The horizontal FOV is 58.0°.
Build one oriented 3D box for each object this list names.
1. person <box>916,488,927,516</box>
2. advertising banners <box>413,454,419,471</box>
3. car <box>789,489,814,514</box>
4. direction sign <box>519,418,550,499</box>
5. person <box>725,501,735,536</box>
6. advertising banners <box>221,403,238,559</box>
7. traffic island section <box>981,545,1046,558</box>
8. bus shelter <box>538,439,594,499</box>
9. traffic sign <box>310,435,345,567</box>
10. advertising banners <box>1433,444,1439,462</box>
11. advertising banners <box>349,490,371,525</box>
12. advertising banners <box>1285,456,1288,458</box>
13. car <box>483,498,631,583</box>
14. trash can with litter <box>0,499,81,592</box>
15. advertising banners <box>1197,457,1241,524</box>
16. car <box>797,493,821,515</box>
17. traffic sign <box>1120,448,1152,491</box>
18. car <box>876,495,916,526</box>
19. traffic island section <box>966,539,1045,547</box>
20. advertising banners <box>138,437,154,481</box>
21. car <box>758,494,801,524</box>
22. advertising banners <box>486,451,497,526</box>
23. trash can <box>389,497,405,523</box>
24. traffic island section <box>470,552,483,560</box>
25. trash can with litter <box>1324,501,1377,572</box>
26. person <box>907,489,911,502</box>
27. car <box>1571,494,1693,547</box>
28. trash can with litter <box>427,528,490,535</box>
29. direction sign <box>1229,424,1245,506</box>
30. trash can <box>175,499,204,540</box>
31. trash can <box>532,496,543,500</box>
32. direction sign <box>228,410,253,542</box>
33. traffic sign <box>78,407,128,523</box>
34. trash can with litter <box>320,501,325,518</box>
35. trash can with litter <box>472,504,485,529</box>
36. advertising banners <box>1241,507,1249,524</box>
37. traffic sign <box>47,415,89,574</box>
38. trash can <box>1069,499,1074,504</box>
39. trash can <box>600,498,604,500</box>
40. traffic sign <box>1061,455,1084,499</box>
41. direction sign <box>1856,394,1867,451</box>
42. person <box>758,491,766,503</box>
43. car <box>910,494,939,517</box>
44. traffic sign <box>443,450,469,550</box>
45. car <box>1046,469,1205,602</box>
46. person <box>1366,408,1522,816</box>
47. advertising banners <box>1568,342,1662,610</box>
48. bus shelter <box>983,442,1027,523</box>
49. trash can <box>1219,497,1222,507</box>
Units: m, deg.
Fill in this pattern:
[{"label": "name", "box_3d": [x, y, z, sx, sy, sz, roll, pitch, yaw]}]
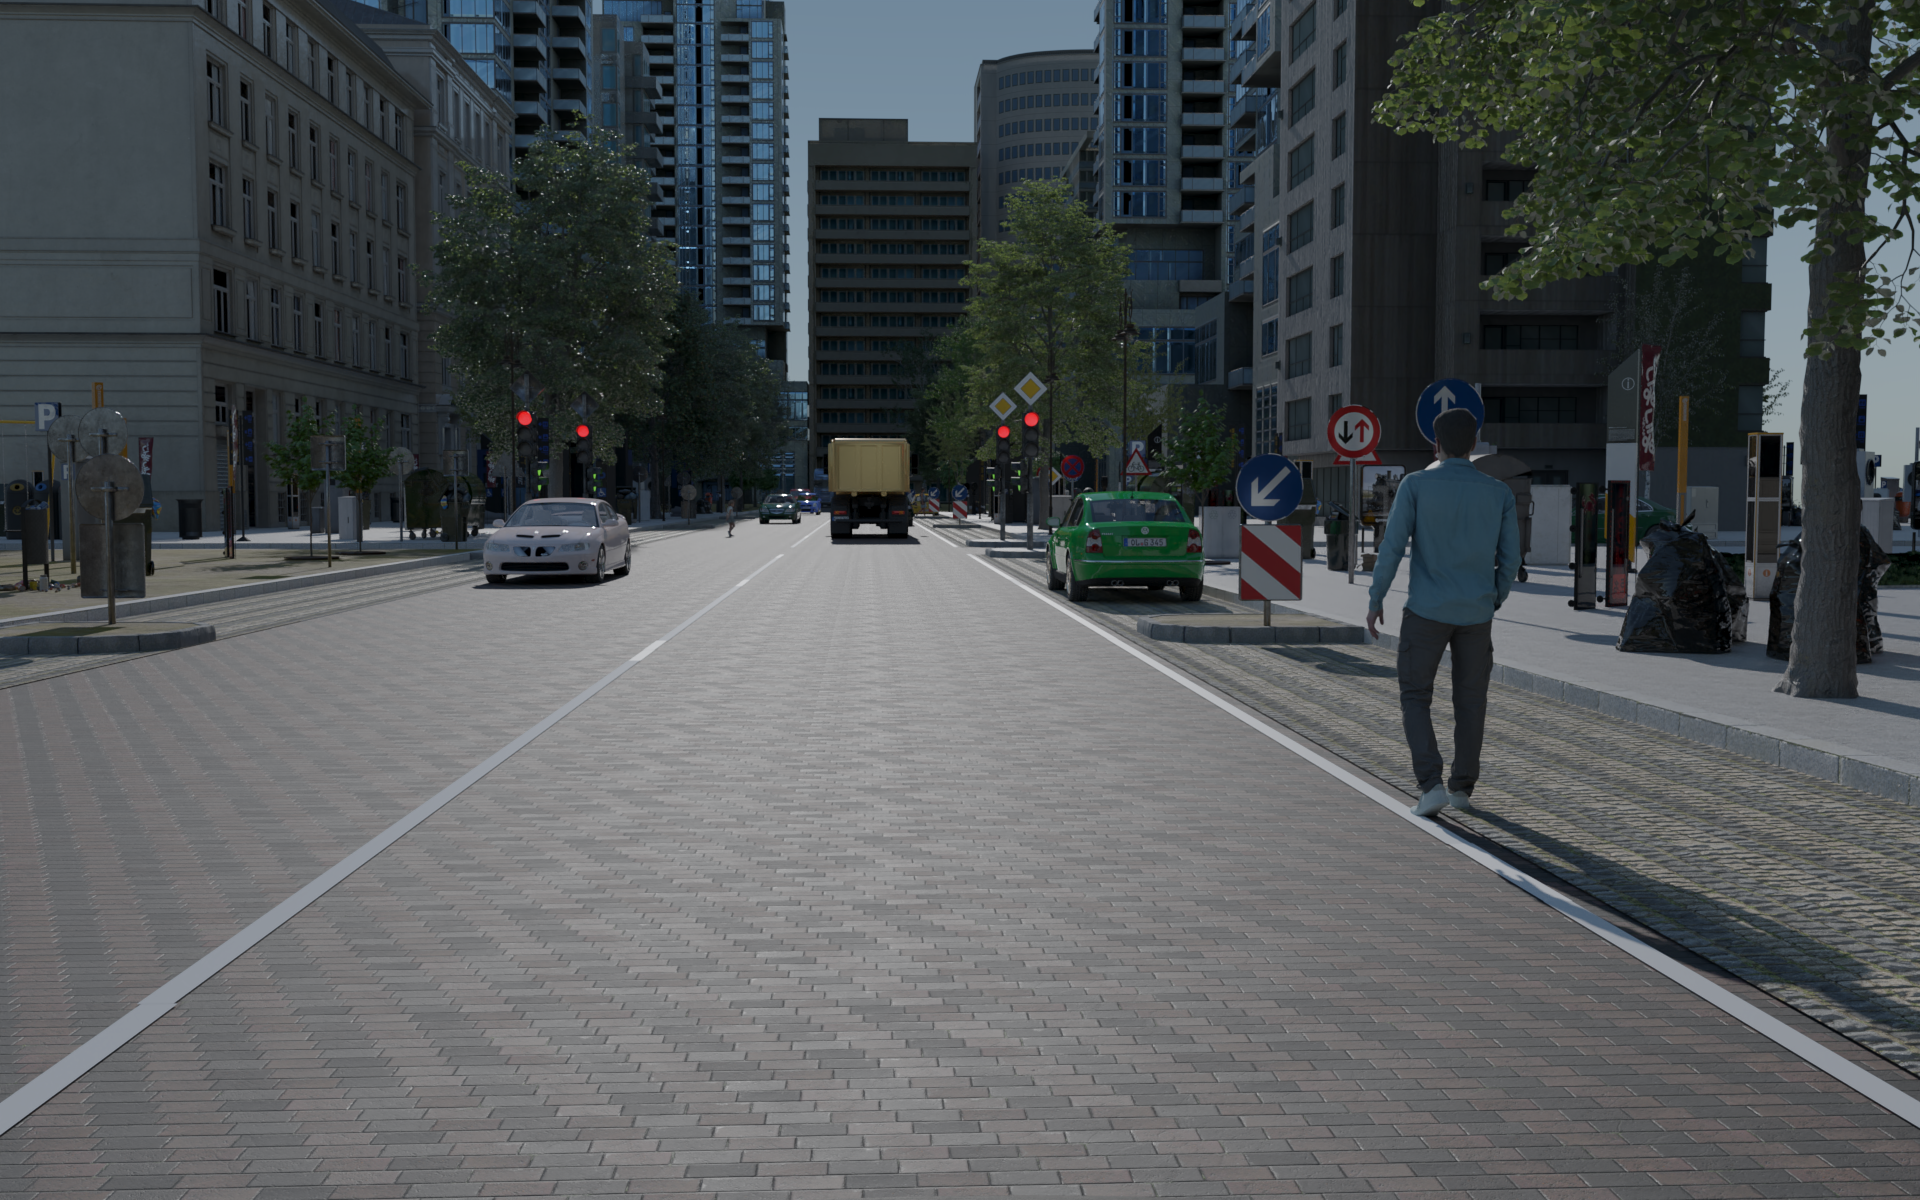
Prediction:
[{"label": "person", "box_3d": [-2.281, -5.823, 103.802, 0.778, 1.811, 0.616, 0, 4, 7]}, {"label": "advertising banners", "box_3d": [-23.403, -4.886, 76.081, 0.090, 3.025, 2.074, 1, 4, 23]}, {"label": "car", "box_3d": [-11.830, -7.315, 128.268, 2.281, 1.827, 5.304, 0, 4, -5]}, {"label": "direction sign", "box_3d": [-12.600, -3.626, 51.280, 0.876, 3.537, 0.379, -1, 4, -18]}, {"label": "person", "box_3d": [-7.839, -2.765, 58.728, 0.382, 1.210, 0.505, -2, 4, -33]}, {"label": "advertising banners", "box_3d": [-14.487, -2.335, 34.368, 0.090, 3.025, 2.074, -2, 4, -30]}, {"label": "traffic island section", "box_3d": [1.635, -1.078, 39.898, 2.009, 0.180, 2.903, 0, 4, -3]}, {"label": "bus shelter", "box_3d": [-16.906, -5.136, 75.258, 1.731, 3.624, 6.357, 0, 4, -3]}, {"label": "traffic sign", "box_3d": [-11.025, -1.719, 30.240, 0.606, 2.300, 0.079, 0, 4, 1]}, {"label": "advertising banners", "box_3d": [15.083, -3.402, 51.813, 2.074, 3.025, 0.090, 3, 4, 37]}, {"label": "advertising banners", "box_3d": [-24.625, -4.498, 69.737, 0.090, 3.025, 2.074, 2, 4, 33]}, {"label": "advertising banners", "box_3d": [14.559, -4.777, 74.286, 2.074, 3.025, 0.090, 1, 4, 17]}, {"label": "car", "box_3d": [-6.761, -1.045, 29.443, 2.083, 1.381, 4.827, 0, 4, -2]}, {"label": "trash can with litter", "box_3d": [-12.297, -0.770, 23.643, 1.678, 1.210, 2.233, 0, 4, 2]}, {"label": "advertising banners", "box_3d": [7.657, -3.425, 52.189, 0.090, 3.025, 2.074, -2, 4, -31]}, {"label": "car", "box_3d": [-10.500, -6.710, 119.297, 1.945, 1.707, 3.694, 0, 4, -2]}, {"label": "traffic sign", "box_3d": [4.961, -2.986, 48.830, 0.884, 2.594, 0.081, 0, 4, 6]}, {"label": "car", "box_3d": [-3.016, -4.243, 79.167, 2.009, 1.686, 4.222, 0, 4, -3]}, {"label": "traffic island section", "box_3d": [1.204, -1.565, 47.872, 2.009, 0.180, 2.903, 0, 4, -3]}, {"label": "advertising banners", "box_3d": [-25.703, -3.493, 53.305, 2.074, 3.025, 0.090, 1, 4, 11]}, {"label": "car", "box_3d": [-8.791, -4.465, 84.803, 2.131, 1.459, 4.920, 0, 4, -2]}, {"label": "advertising banners", "box_3d": [-19.632, -4.521, 70.111, 2.074, 3.025, 0.090, 1, 4, 12]}, {"label": "trash can", "box_3d": [-25.224, -4.041, 77.722, 0.748, 1.137, 0.748, 0, 3, 0]}, {"label": "traffic island section", "box_3d": [-9.789, -1.040, 39.287, 2.009, 0.180, 2.903, 0, 4, -3]}, {"label": "trash can with litter", "box_3d": [6.629, -1.076, 28.985, 1.055, 1.170, 0.624, 2, 4, 25]}, {"label": "person", "box_3d": [-3.525, -6.946, 122.412, 0.624, 1.780, 0.694, 0, 4, 1]}, {"label": "car", "box_3d": [16.325, -2.016, 44.752, 4.920, 1.459, 2.131, 0, 4, -4]}, {"label": "trash can with litter", "box_3d": [-16.162, -2.725, 55.614, 2.233, 1.210, 1.678, -2, 4, -30]}, {"label": "direction sign", "box_3d": [9.016, -3.944, 56.478, 0.379, 3.537, 0.876, -2, 4, -25]}, {"label": "trash can", "box_3d": [-21.709, -2.275, 48.850, 0.748, 1.137, 0.748, 0, 3, 0]}, {"label": "trash can", "box_3d": [-28.285, -6.366, 115.735, 0.748, 1.137, 0.748, 0, 3, 0]}, {"label": "direction sign", "box_3d": [-19.421, -3.354, 46.841, 0.379, 3.537, 0.876, 1, 4, 18]}, {"label": "traffic sign", "box_3d": [-12.562, -1.546, 25.391, 0.768, 2.556, 0.104, 0, 4, 5]}, {"label": "trash can with litter", "box_3d": [-24.400, -3.377, 66.602, 0.624, 1.170, 1.055, 2, 4, 24]}, {"label": "trash can with litter", "box_3d": [-17.759, -3.193, 63.600, 0.624, 1.170, 1.055, -1, 4, -20]}, {"label": "advertising banners", "box_3d": [10.183, -4.256, 65.780, 2.074, 3.025, 0.090, -2, 4, -33]}, {"label": "traffic sign", "box_3d": [-14.271, -1.694, 27.810, 0.768, 2.556, 0.104, 0, 4, 1]}, {"label": "trash can", "box_3d": [3.602, -2.431, 51.402, 0.748, 1.137, 0.748, 0, 3, 0]}, {"label": "trash can", "box_3d": [-13.166, -3.095, 62.261, 0.748, 1.137, 0.748, 0, 3, 0]}, {"label": "traffic sign", "box_3d": [3.675, -3.455, 56.592, 0.768, 2.556, 0.104, 0, 4, 5]}, {"label": "direction sign", "box_3d": [20.101, -2.895, 39.326, 0.876, 3.537, 0.379, 0, 4, 0]}, {"label": "person", "box_3d": [-22.945, -11.839, 202.154, 1.350, 1.814, 0.705, 1, 4, 11]}, {"label": "car", "box_3d": [-2.262, -5.987, 108.107, 2.015, 1.641, 3.980, 0, 4, -5]}, {"label": "traffic sign", "box_3d": [-11.637, -2.315, 39.987, 0.606, 2.300, 0.079, 0, 4, 6]}, {"label": "car", "box_3d": [2.249, -0.952, 24.362, 1.959, 1.807, 4.718, 0, 4, -3]}, {"label": "person", "box_3d": [2.191, 0.044, 7.795, 0.660, 1.820, 0.620, 0, 4, -3]}, {"label": "advertising banners", "box_3d": [7.474, -1.436, 19.672, 2.074, 3.025, 0.090, -3, 5, -43]}, {"label": "bus shelter", "box_3d": [2.120, -5.349, 78.740, 1.731, 3.624, 6.357, 0, 4, -3]}, {"label": "trash can", "box_3d": [11.983, -4.146, 79.438, 0.748, 1.137, 0.748, 0, 3, 0]}]
